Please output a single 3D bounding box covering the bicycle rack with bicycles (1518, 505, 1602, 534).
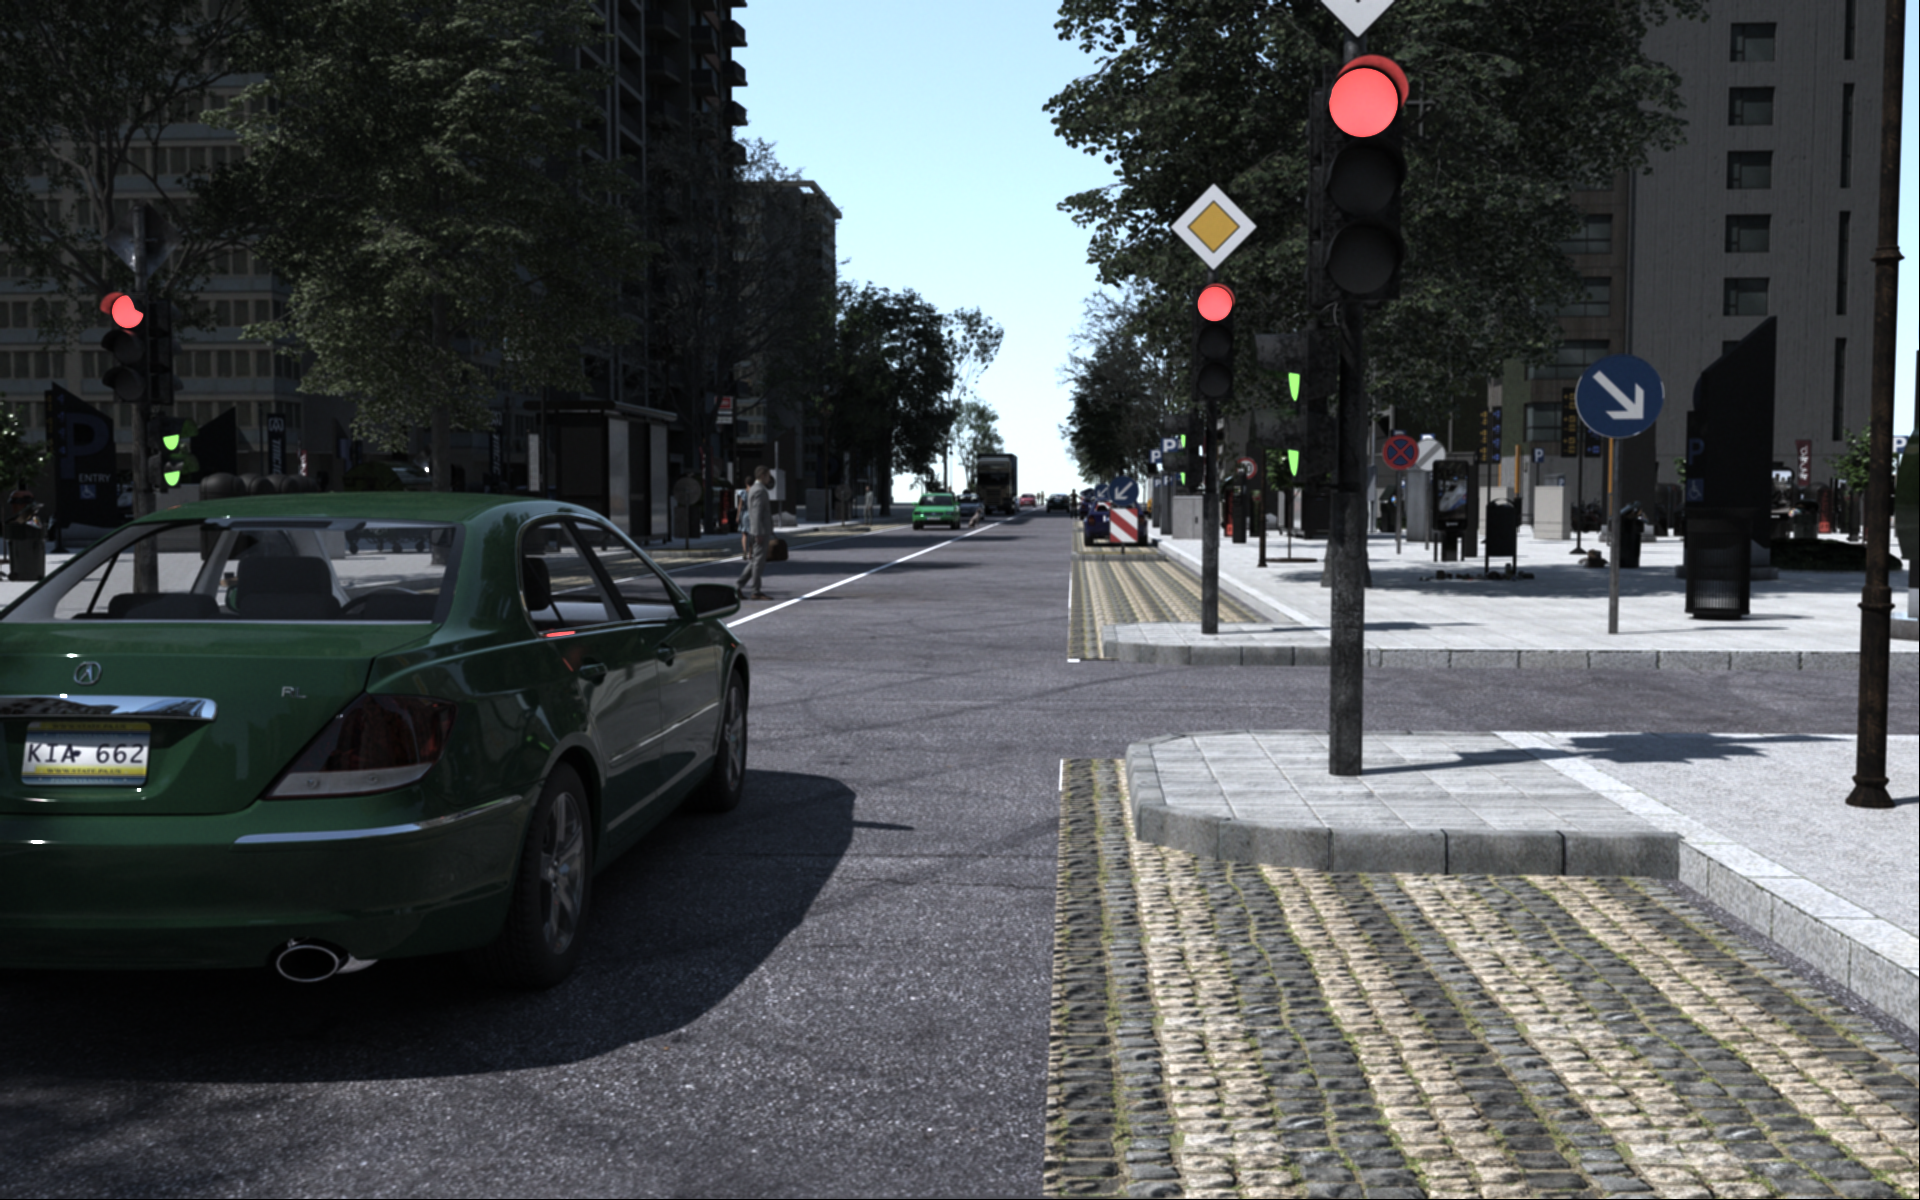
[{"bbox_3d":[19.710,-2.671,57.058,2.852,0.926,2.925,-1,4,-18],"label":"bicycle rack with bicycles"}]

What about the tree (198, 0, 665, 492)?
[{"bbox_3d":[-9.164,-6.879,30.598,7.486,12.596,7.792,0,3,0],"label":"tree"}]

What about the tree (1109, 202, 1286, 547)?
[{"bbox_3d":[5.990,-5.570,41.430,4.360,8.622,3.978,0,3,0],"label":"tree"}]

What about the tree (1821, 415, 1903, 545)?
[{"bbox_3d":[22.284,-2.928,42.482,1.663,3.219,1.824,0,3,0],"label":"tree"}]

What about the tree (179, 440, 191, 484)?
[{"bbox_3d":[-25.477,-3.799,56.707,1.663,3.219,1.824,0,3,0],"label":"tree"}]

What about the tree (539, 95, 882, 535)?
[{"bbox_3d":[-7.952,-8.794,54.157,12.009,13.543,11.850,0,3,0],"label":"tree"}]

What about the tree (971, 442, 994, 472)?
[{"bbox_3d":[3.460,-17.087,229.736,4.737,8.622,4.395,0,3,0],"label":"tree"}]

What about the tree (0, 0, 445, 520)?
[{"bbox_3d":[-10.436,-5.378,22.342,8.767,10.594,7.601,1,4,8],"label":"tree"}]

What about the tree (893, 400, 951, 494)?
[{"bbox_3d":[-2.672,-10.821,127.281,4.360,8.622,3.978,0,3,0],"label":"tree"}]

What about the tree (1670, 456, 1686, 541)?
[{"bbox_3d":[20.412,-3.260,47.901,1.663,3.219,1.824,0,3,0],"label":"tree"}]

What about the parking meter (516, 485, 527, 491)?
[{"bbox_3d":[-12.756,-2.574,50.504,0.372,1.533,0.369,0,3,0],"label":"parking meter"}]

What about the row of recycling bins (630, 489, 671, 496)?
[{"bbox_3d":[-11.074,-3.292,60.938,1.069,1.692,3.534,1,4,9],"label":"row of recycling bins"}]

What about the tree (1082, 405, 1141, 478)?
[{"bbox_3d":[16.583,-15.730,182.937,9.928,11.665,9.643,0,3,0],"label":"tree"}]

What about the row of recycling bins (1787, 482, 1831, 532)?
[{"bbox_3d":[27.898,-3.194,59.340,3.534,1.692,1.069,1,4,20],"label":"row of recycling bins"}]

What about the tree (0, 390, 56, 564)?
[{"bbox_3d":[-17.682,-2.302,32.243,1.663,3.219,1.824,0,3,0],"label":"tree"}]

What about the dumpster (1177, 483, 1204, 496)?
[{"bbox_3d":[9.365,-3.990,71.000,1.264,1.857,1.865,0,4,4],"label":"dumpster"}]

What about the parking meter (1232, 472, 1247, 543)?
[{"bbox_3d":[7.276,-2.407,45.073,0.255,1.863,0.399,2,4,32],"label":"parking meter"}]

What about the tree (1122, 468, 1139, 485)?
[{"bbox_3d":[11.559,-7.483,116.952,1.663,3.219,1.824,0,3,0],"label":"tree"}]

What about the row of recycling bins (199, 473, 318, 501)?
[{"bbox_3d":[-14.086,-1.709,35.062,1.069,1.692,3.534,1,4,9],"label":"row of recycling bins"}]

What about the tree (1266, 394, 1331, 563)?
[{"bbox_3d":[6.180,-2.331,32.714,1.663,3.219,1.824,0,3,0],"label":"tree"}]

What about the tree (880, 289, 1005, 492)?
[{"bbox_3d":[-2.530,-18.640,160.658,12.611,20.169,13.585,0,3,0],"label":"tree"}]

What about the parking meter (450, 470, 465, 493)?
[{"bbox_3d":[-12.041,-2.182,41.387,0.399,1.863,0.255,1,4,20],"label":"parking meter"}]

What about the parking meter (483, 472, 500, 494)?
[{"bbox_3d":[-12.311,-2.434,45.503,0.399,1.863,0.255,2,4,31],"label":"parking meter"}]

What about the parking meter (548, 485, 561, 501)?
[{"bbox_3d":[-11.046,-2.372,47.195,0.372,1.533,0.369,0,3,0],"label":"parking meter"}]

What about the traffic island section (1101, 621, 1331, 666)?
[{"bbox_3d":[2.314,0.390,15.904,2.009,0.180,2.903,0,4,4],"label":"traffic island section"}]

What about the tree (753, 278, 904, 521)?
[{"bbox_3d":[-6.464,-9.635,83.280,9.928,11.665,9.643,0,3,0],"label":"tree"}]

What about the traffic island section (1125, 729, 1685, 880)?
[{"bbox_3d":[1.787,0.877,7.936,2.009,0.180,2.903,0,4,4],"label":"traffic island section"}]

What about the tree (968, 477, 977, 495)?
[{"bbox_3d":[1.396,-11.838,188.145,1.663,3.219,1.824,0,3,0],"label":"tree"}]

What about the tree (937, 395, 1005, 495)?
[{"bbox_3d":[0.966,-15.669,181.942,9.928,11.665,9.643,0,3,0],"label":"tree"}]

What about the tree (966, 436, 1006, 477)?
[{"bbox_3d":[4.269,-19.254,249.217,7.601,10.594,8.767,1,4,10],"label":"tree"}]

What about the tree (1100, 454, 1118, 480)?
[{"bbox_3d":[16.931,-14.909,194.119,4.737,8.622,4.395,0,3,0],"label":"tree"}]

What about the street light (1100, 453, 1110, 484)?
[{"bbox_3d":[15.926,-13.287,190.036,0.468,5.910,1.993,0,4,4],"label":"street light"}]

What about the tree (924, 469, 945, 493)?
[{"bbox_3d":[-2.151,-8.444,132.660,1.663,3.219,1.824,0,3,0],"label":"tree"}]

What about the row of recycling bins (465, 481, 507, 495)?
[{"bbox_3d":[-15.492,-2.928,54.982,3.534,1.692,1.069,3,4,38],"label":"row of recycling bins"}]

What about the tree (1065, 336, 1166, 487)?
[{"bbox_3d":[11.092,-12.523,122.885,7.486,12.596,7.792,0,3,0],"label":"tree"}]

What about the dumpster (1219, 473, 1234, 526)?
[{"bbox_3d":[10.602,-3.875,65.852,1.502,2.255,1.985,0,4,4],"label":"dumpster"}]

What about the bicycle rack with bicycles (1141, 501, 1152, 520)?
[{"bbox_3d":[9.970,-4.320,84.014,2.925,0.926,2.852,-1,4,-22],"label":"bicycle rack with bicycles"}]

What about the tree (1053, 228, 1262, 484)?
[{"bbox_3d":[9.411,-10.285,78.536,12.009,13.543,11.850,0,3,0],"label":"tree"}]

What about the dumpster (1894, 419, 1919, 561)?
[{"bbox_3d":[4.933,-0.269,6.891,1.502,2.255,1.985,0,4,4],"label":"dumpster"}]

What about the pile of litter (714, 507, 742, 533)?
[{"bbox_3d":[-7.751,-2.659,57.440,1.176,0.858,1.719,0,4,-8],"label":"pile of litter"}]

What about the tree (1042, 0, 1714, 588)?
[{"bbox_3d":[5.307,-7.154,23.622,9.857,13.997,8.962,0,3,0],"label":"tree"}]

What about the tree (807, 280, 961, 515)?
[{"bbox_3d":[-4.463,-12.123,104.868,9.857,13.997,8.962,0,3,0],"label":"tree"}]

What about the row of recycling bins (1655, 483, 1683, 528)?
[{"bbox_3d":[26.557,-3.570,65.484,1.069,1.692,3.534,2,4,33],"label":"row of recycling bins"}]

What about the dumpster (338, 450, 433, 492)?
[{"bbox_3d":[-12.489,-2.158,37.783,1.502,2.255,1.985,0,4,4],"label":"dumpster"}]

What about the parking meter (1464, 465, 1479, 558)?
[{"bbox_3d":[10.372,-1.799,35.122,0.255,1.863,0.399,1,4,17],"label":"parking meter"}]

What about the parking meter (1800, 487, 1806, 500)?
[{"bbox_3d":[29.685,-3.224,61.127,0.372,1.533,0.369,0,3,0],"label":"parking meter"}]
